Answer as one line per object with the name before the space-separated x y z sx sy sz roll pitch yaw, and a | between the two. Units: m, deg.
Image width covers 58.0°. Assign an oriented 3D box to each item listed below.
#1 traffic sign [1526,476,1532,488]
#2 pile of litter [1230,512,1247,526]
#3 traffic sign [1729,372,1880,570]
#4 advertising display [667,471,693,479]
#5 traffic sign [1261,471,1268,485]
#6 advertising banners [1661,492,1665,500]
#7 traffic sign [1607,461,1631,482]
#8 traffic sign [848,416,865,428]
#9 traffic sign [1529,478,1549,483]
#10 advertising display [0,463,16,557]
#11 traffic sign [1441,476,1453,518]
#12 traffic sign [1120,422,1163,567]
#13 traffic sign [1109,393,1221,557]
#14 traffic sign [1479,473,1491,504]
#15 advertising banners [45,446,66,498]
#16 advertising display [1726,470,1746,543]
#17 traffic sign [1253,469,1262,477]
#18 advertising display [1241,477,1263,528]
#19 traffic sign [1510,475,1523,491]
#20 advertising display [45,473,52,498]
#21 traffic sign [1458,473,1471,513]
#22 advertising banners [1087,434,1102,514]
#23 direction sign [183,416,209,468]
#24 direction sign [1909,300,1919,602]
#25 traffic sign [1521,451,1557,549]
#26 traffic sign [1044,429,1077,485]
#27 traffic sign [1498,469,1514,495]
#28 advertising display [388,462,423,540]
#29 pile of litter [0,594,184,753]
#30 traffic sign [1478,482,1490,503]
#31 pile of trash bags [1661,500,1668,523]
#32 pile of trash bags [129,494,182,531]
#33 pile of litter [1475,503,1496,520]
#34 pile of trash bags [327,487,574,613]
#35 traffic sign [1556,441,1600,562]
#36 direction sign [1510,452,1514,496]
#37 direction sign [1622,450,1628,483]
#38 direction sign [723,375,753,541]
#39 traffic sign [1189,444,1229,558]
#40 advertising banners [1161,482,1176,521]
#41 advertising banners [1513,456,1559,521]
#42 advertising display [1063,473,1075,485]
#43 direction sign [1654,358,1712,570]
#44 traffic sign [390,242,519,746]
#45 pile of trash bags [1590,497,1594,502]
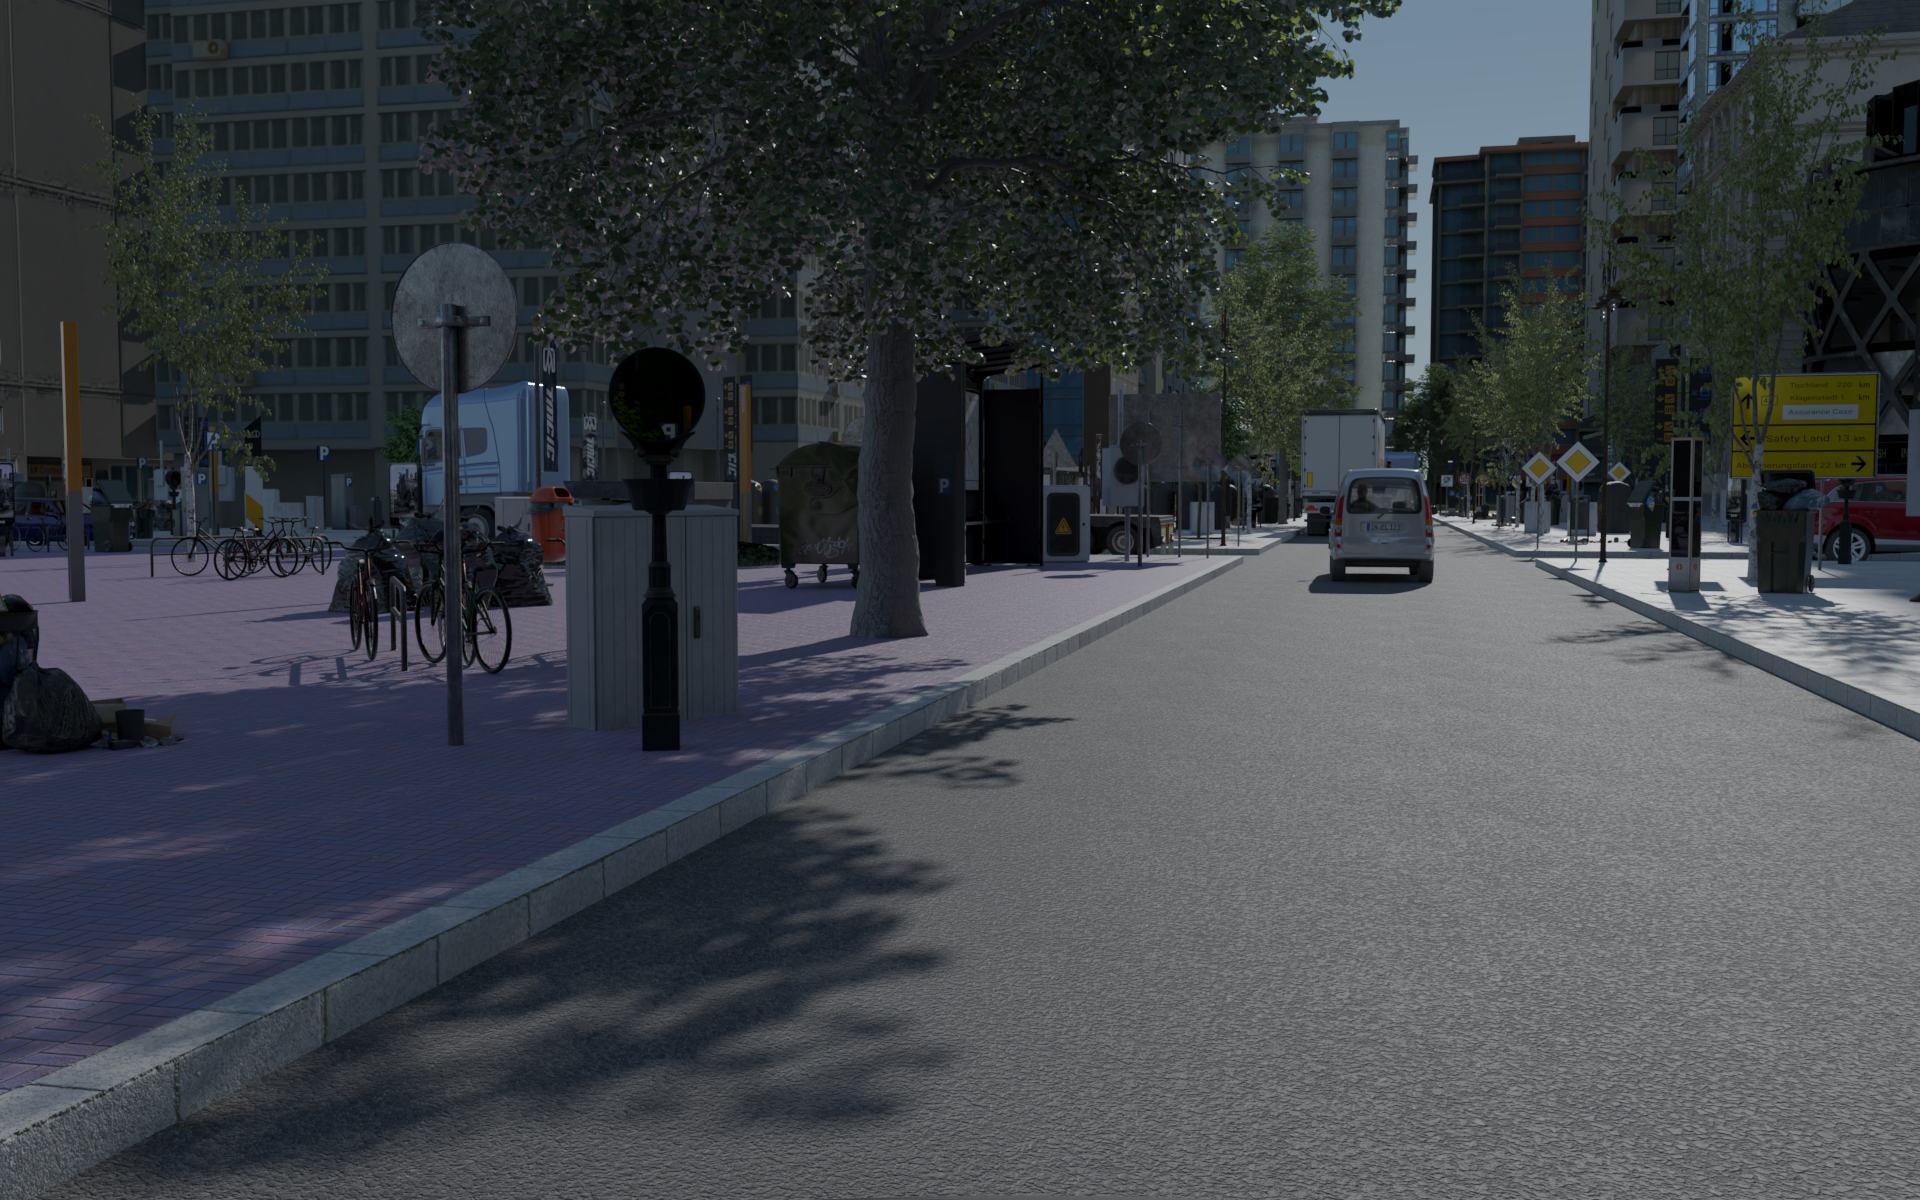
traffic sign | 31.553 -5.717 95.595 0.606 2.300 0.079 1 4 20
pile of litter | 11.494 -3.478 70.830 1.176 0.858 1.719 2 4 29
traffic sign | 14.193 -2.161 29.201 2.265 3.308 0.079 1 4 17
advertising display | -7.798 -2.627 48.161 0.123 1.923 0.974 2 4 33
traffic sign | 16.883 -5.931 97.081 0.768 2.556 0.104 1 4 16
advertising banners | 36.785 -5.725 89.790 2.074 3.025 0.090 -3 4 -38
traffic sign | 23.331 -3.679 61.343 0.795 2.450 0.064 1 4 22
traffic sign | -1.587 -1.729 28.380 0.768 2.556 0.104 1 4 22
traffic sign | 26.568 -4.863 79.508 0.884 2.594 0.081 1 4 15
advertising display | -19.643 -1.839 35.278 0.123 1.923 0.974 1 4 10
traffic sign | 26.261 -5.586 93.458 0.606 2.300 0.079 1 4 14
traffic sign | 3.184 -1.865 30.591 0.768 2.556 0.104 1 4 16
traffic sign | 4.135 -2.521 35.097 2.265 3.308 0.079 1 4 15
traffic sign | 32.384 -6.531 106.883 0.768 2.556 0.104 1 4 21
advertising banners | -33.083 -4.083 62.952 2.074 3.025 0.090 1 4 11
advertising display | 20.504 -2.482 45.788 0.123 1.923 0.974 0 4 3
traffic sign | 14.895 -5.348 87.550 0.768 2.556 0.104 1 4 23
advertising display | 11.070 -3.698 65.682 0.974 1.923 0.123 -2 4 -30
traffic sign | 33.553 -6.326 104.613 0.795 2.450 0.064 1 4 20
advertising display | -28.007 -2.937 53.242 0.123 1.923 0.974 -2 4 -25
traffic sign | 30.295 -6.358 104.064 0.768 2.556 0.104 1 4 21
advertising banners | 3.743 -3.301 50.163 0.090 3.025 2.074 2 4 26
direction sign | -22.360 -3.595 50.768 0.379 3.537 0.876 1 4 22
direction sign | 11.504 -1.743 20.492 0.876 3.537 0.379 -2 4 -34
traffic sign | 13.548 -2.259 40.570 0.795 2.450 0.064 1 4 13
traffic sign | 1.895 -2.119 34.649 0.884 2.594 0.081 1 4 20
traffic sign | 25.930 -5.030 82.339 0.768 2.556 0.104 1 4 20
advertising display | -11.398 -1.860 35.630 0.974 1.923 0.123 3 4 36
pile of litter | -4.887 0.302 9.021 1.719 0.858 1.176 2 4 27
traffic sign | 33.630 -6.809 111.335 0.884 2.594 0.081 1 4 20
pile of trash bags | 31.290 -4.165 77.857 3.447 1.369 1.912 2 4 30
pile of trash bags | -28.642 -3.142 61.125 3.447 1.369 1.912 2 4 27
pile of litter | 26.451 -4.446 86.661 1.719 0.858 1.176 0 4 -2
pile of trash bags | -5.565 -0.633 20.100 1.912 1.369 3.447 1 4 21
traffic sign | 11.684 -1.784 32.805 0.795 2.450 0.064 1 4 13
direction sign | 29.460 -6.148 92.512 0.379 3.537 0.876 2 4 28
direction sign | 33.825 -5.884 88.192 0.379 3.537 0.876 3 4 39
direction sign | -4.267 -2.527 33.317 0.379 3.537 0.876 -3 5 -45
traffic sign | 4.935 -1.884 34.440 0.795 2.450 0.064 1 4 13
advertising banners | 10.196 -5.319 83.153 0.090 3.025 2.074 3 5 43
advertising banners | 26.770 -5.159 80.533 2.074 3.025 0.090 0 4 3
advertising display | 3.390 -2.974 53.845 0.123 1.923 0.974 1 4 20
direction sign | 12.066 -2.261 28.971 0.876 3.537 0.379 1 4 18
traffic sign | -2.579 -0.531 8.782 0.768 2.556 0.104 1 4 20
pile of trash bags | 37.967 -6.016 108.109 3.447 1.369 1.912 2 4 32
